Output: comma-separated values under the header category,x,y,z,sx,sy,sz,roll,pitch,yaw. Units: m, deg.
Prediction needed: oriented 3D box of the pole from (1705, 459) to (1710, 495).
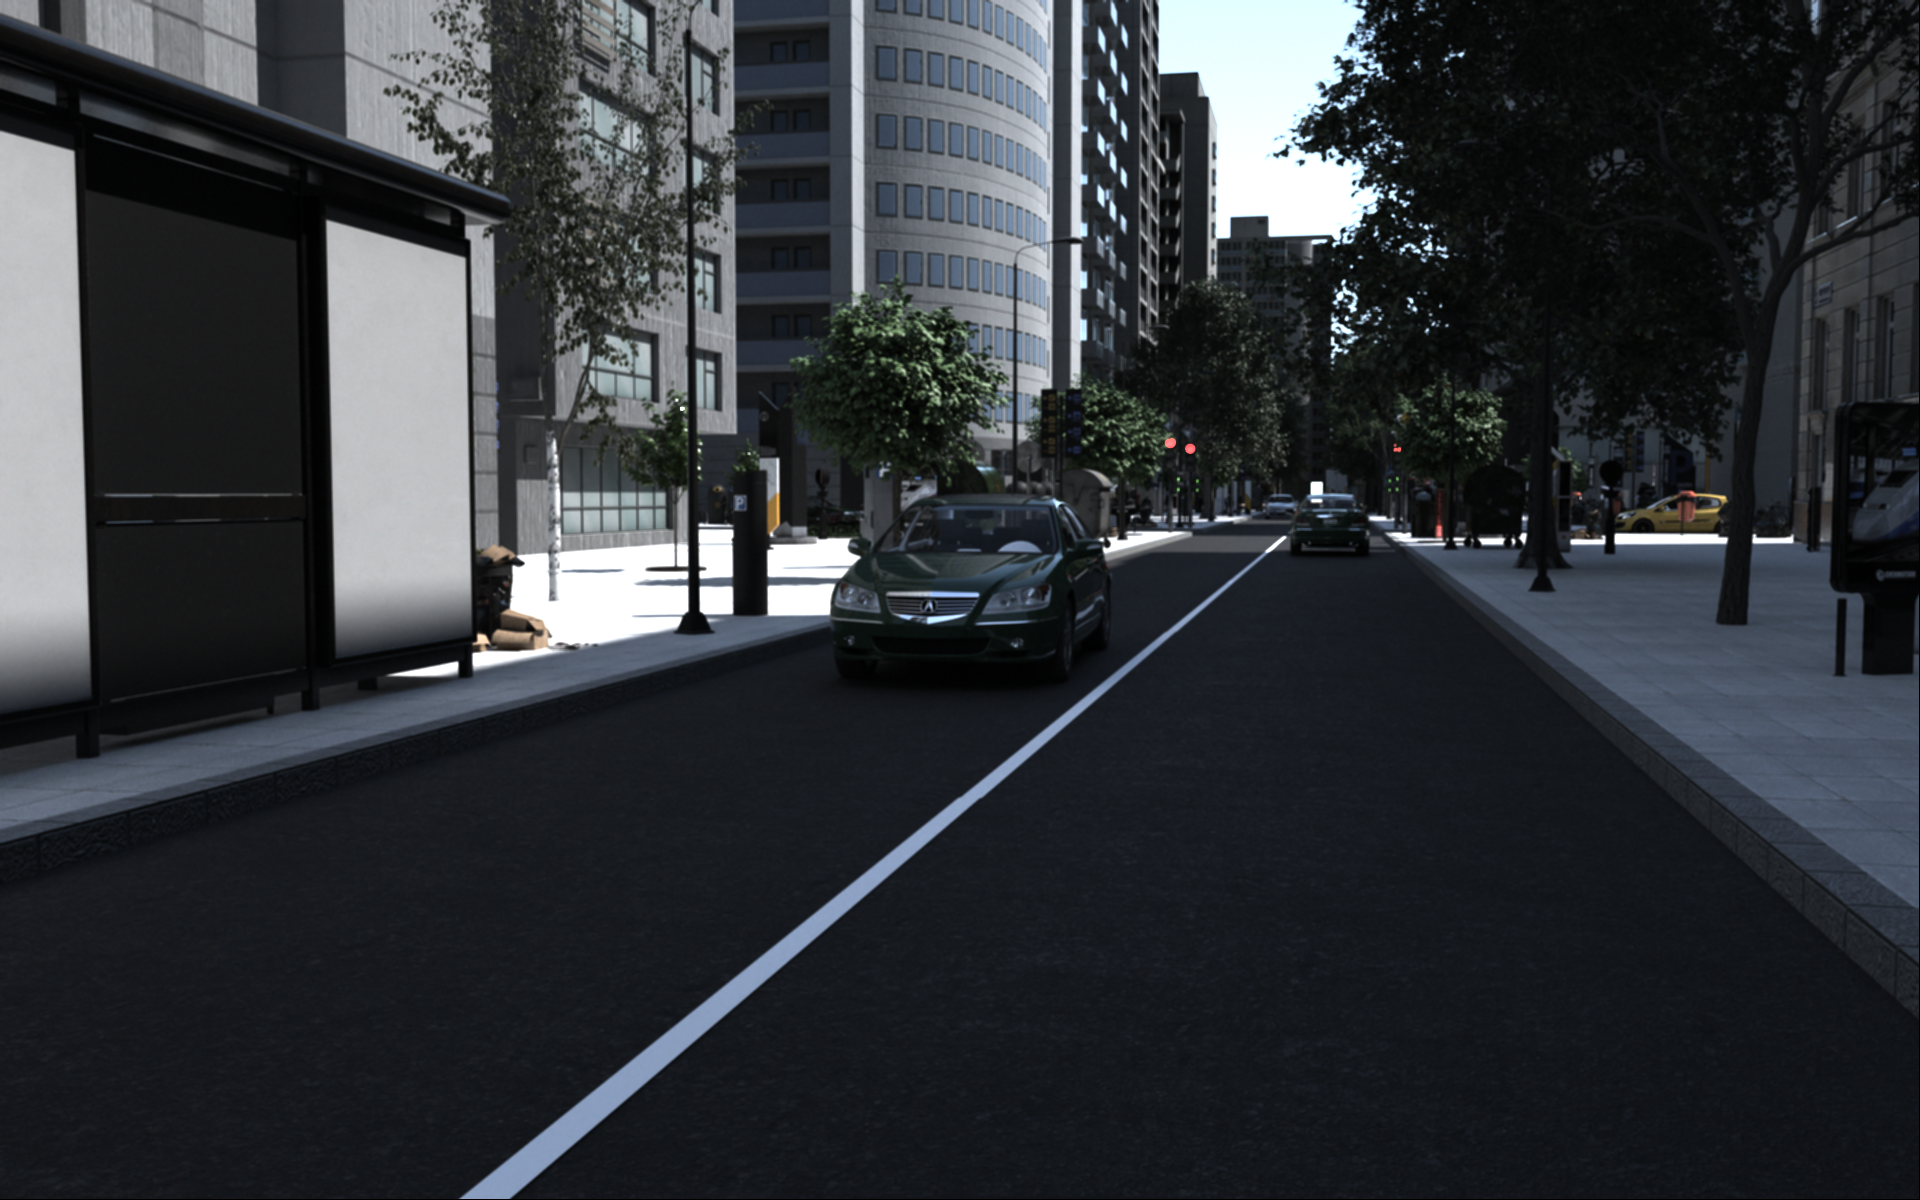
category,x,y,z,sx,sy,sz,roll,pitch,yaw
pole,29.273,-4.526,67.849,0.158,3.312,0.155,0,3,0

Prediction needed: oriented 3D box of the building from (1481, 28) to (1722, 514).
category,x,y,z,sx,sy,sz,roll,pitch,yaw
building,50.883,-32.355,118.241,28.713,52.752,27.495,1,4,12

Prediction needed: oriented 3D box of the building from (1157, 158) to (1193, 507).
category,x,y,z,sx,sy,sz,roll,pitch,yaw
building,7.170,-29.575,175.434,32.217,40.220,23.993,1,4,12

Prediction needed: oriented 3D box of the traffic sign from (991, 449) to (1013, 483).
category,x,y,z,sx,sy,sz,roll,pitch,yaw
traffic sign,0.981,-2.260,39.073,0.606,2.300,0.079,1,4,20

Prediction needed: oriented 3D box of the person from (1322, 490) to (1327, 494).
category,x,y,z,sx,sy,sz,roll,pitch,yaw
person,33.779,-9.277,160.039,0.709,1.838,0.599,3,5,40

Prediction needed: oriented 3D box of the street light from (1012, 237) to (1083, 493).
category,x,y,z,sx,sy,sz,roll,pitch,yaw
street light,1.535,-3.609,31.543,1.470,5.913,1.316,1,4,12

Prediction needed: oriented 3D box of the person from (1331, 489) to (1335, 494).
category,x,y,z,sx,sy,sz,roll,pitch,yaw
person,22.660,-5.866,105.159,0.760,1.731,0.466,-2,4,-28

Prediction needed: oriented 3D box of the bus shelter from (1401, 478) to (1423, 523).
category,x,y,z,sx,sy,sz,roll,pitch,yaw
bus shelter,21.344,-6.263,80.031,2.179,5.291,8.768,1,4,12

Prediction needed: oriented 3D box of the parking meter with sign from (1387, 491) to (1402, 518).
category,x,y,z,sx,sy,sz,roll,pitch,yaw
parking meter with sign,23.733,-5.941,93.397,1.738,3.016,0.543,-3,5,-41

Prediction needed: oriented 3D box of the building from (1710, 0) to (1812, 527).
category,x,y,z,sx,sy,sz,roll,pitch,yaw
building,44.982,-27.570,74.466,21.600,48.544,21.300,1,4,12

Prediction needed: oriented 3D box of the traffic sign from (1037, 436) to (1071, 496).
category,x,y,z,sx,sy,sz,roll,pitch,yaw
traffic sign,2.056,-2.316,37.970,0.768,2.556,0.104,1,4,18

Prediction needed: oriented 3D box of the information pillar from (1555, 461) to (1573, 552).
category,x,y,z,sx,sy,sz,roll,pitch,yaw
information pillar,13.317,-2.062,38.206,0.304,2.012,0.304,1,4,13

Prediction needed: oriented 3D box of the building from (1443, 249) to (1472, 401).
category,x,y,z,sx,sy,sz,roll,pitch,yaw
building,63.081,-34.445,182.784,23.786,49.044,30.456,1,4,12

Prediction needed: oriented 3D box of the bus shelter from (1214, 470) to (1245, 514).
category,x,y,z,sx,sy,sz,roll,pitch,yaw
bus shelter,17.642,-7.338,113.899,2.014,3.302,5.546,1,4,12

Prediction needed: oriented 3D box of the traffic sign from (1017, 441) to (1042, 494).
category,x,y,z,sx,sy,sz,roll,pitch,yaw
traffic sign,1.630,-2.519,41.298,0.768,2.556,0.104,1,4,20

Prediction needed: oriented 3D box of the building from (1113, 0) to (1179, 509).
category,x,y,z,sx,sy,sz,roll,pitch,yaw
building,8.922,-43.613,151.331,20.563,71.187,20.611,1,4,12

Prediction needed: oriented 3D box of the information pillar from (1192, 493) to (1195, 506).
category,x,y,z,sx,sy,sz,roll,pitch,yaw
information pillar,17.284,-8.436,129.290,0.504,3.616,0.183,1,4,14

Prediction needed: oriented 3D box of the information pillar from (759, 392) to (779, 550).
category,x,y,z,sx,sy,sz,roll,pitch,yaw
information pillar,-4.393,-2.961,39.763,0.504,3.616,0.183,2,4,24

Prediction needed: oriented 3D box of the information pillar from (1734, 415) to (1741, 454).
category,x,y,z,sx,sy,sz,roll,pitch,yaw
information pillar,21.130,-3.397,46.901,0.504,3.616,0.183,-2,4,-31

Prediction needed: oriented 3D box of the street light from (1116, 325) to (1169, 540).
category,x,y,z,sx,sy,sz,roll,pitch,yaw
street light,5.058,-4.611,47.924,1.470,5.913,1.316,1,4,12

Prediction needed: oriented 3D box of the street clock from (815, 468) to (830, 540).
category,x,y,z,sx,sy,sz,roll,pitch,yaw
street clock,-3.877,-2.713,48.921,0.358,2.002,0.471,-2,4,-32

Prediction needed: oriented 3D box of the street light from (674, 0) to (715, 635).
category,x,y,z,sx,sy,sz,roll,pitch,yaw
street light,-1.923,-2.638,15.670,1.470,5.913,1.316,1,4,12

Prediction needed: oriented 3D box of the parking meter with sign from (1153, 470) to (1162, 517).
category,x,y,z,sx,sy,sz,roll,pitch,yaw
parking meter with sign,11.356,-6.310,99.423,0.543,3.016,1.738,1,4,10

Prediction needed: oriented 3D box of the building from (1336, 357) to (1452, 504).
category,x,y,z,sx,sy,sz,roll,pitch,yaw
building,66.060,-24.016,237.694,28.899,21.520,27.650,1,4,12

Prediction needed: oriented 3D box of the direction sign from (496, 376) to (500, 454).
category,x,y,z,sx,sy,sz,roll,pitch,yaw
direction sign,-9.068,-2.510,33.034,0.379,3.537,0.876,2,4,26

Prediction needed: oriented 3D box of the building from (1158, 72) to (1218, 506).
category,x,y,z,sx,sy,sz,roll,pitch,yaw
building,18.063,-35.147,198.348,21.600,48.544,21.300,1,4,12

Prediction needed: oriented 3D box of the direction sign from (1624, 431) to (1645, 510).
category,x,y,z,sx,sy,sz,roll,pitch,yaw
direction sign,24.183,-4.293,62.188,0.876,3.537,0.379,-1,4,-21

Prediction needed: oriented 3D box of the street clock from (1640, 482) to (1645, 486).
category,x,y,z,sx,sy,sz,roll,pitch,yaw
street clock,41.763,-6.202,105.978,0.358,2.002,0.471,0,4,7

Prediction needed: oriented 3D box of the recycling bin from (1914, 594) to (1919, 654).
category,x,y,z,sx,sy,sz,roll,pitch,yaw
recycling bin,7.943,-0.095,14.112,0.722,1.027,0.722,-2,4,-29

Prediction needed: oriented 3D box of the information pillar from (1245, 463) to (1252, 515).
category,x,y,z,sx,sy,sz,roll,pitch,yaw
information pillar,17.851,-7.087,107.231,0.504,3.616,0.183,-3,5,-41

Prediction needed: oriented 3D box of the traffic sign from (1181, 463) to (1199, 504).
category,x,y,z,sx,sy,sz,roll,pitch,yaw
traffic sign,9.151,-4.222,69.131,0.768,2.556,0.104,1,4,17

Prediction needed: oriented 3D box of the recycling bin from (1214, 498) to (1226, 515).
category,x,y,z,sx,sy,sz,roll,pitch,yaw
recycling bin,16.422,-5.909,109.164,0.722,1.027,0.722,-2,4,-28

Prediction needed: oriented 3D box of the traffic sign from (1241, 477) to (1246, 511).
category,x,y,z,sx,sy,sz,roll,pitch,yaw
traffic sign,21.055,-7.805,127.713,0.768,2.556,0.104,1,4,19

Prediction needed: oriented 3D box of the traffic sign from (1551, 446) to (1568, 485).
category,x,y,z,sx,sy,sz,roll,pitch,yaw
traffic sign,14.151,-2.463,41.460,0.795,2.450,0.064,1,4,20

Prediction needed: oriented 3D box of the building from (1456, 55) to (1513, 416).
category,x,y,z,sx,sy,sz,roll,pitch,yaw
building,56.234,-30.549,154.102,22.147,44.769,28.867,1,4,12

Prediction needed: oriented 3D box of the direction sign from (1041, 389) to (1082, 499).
category,x,y,z,sx,sy,sz,roll,pitch,yaw
direction sign,2.184,-2.775,37.365,0.876,3.537,0.379,1,4,10

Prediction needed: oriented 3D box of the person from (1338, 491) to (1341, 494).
category,x,y,z,sx,sy,sz,roll,pitch,yaw
person,32.450,-8.473,147.772,1.217,1.736,0.721,-3,5,-44

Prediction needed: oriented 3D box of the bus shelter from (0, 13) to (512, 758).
category,x,y,z,sx,sy,sz,roll,pitch,yaw
bus shelter,-5.088,-1.857,7.989,2.179,5.291,8.768,1,4,12

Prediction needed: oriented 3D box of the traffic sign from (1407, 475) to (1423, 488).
category,x,y,z,sx,sy,sz,roll,pitch,yaw
traffic sign,17.270,-4.008,65.539,0.884,2.594,0.081,1,4,16

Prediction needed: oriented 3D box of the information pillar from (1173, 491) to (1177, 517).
category,x,y,z,sx,sy,sz,roll,pitch,yaw
information pillar,12.157,-5.745,98.416,0.304,2.012,0.304,-1,4,-18

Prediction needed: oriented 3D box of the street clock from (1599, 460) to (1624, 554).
category,x,y,z,sx,sy,sz,roll,pitch,yaw
street clock,13.923,-1.987,37.054,0.471,2.002,0.358,2,4,30

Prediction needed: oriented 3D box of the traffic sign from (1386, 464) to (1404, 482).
category,x,y,z,sx,sy,sz,roll,pitch,yaw
traffic sign,17.703,-4.296,70.353,0.768,2.556,0.104,1,4,15

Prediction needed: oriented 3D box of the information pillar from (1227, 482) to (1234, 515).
category,x,y,z,sx,sy,sz,roll,pitch,yaw
information pillar,16.549,-6.204,105.925,0.304,2.012,0.304,2,4,24

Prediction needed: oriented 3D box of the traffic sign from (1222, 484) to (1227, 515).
category,x,y,z,sx,sy,sz,roll,pitch,yaw
traffic sign,15.794,-6.356,104.033,0.768,2.556,0.104,1,4,22

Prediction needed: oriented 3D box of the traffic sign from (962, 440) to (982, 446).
category,x,y,z,sx,sy,sz,roll,pitch,yaw
traffic sign,0.194,-2.435,39.912,0.768,2.556,0.104,1,4,16

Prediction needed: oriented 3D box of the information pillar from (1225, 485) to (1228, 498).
category,x,y,z,sx,sy,sz,roll,pitch,yaw
information pillar,17.012,-7.253,109.940,0.504,3.616,0.183,3,4,38

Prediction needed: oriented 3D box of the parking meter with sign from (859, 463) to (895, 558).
category,x,y,z,sx,sy,sz,roll,pitch,yaw
parking meter with sign,-1.382,-2.083,30.312,0.543,3.016,1.738,-1,4,-19

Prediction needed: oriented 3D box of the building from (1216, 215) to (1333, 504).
category,x,y,z,sx,sy,sz,roll,pitch,yaw
building,40.661,-33.816,244.767,23.993,40.220,32.217,1,4,12

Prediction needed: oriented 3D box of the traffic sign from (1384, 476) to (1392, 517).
category,x,y,z,sx,sy,sz,roll,pitch,yaw
traffic sign,22.929,-5.622,92.022,0.768,2.556,0.104,1,4,17

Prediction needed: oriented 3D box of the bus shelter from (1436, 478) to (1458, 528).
category,x,y,z,sx,sy,sz,roll,pitch,yaw
bus shelter,18.824,-4.564,65.905,1.731,3.624,6.357,1,4,12

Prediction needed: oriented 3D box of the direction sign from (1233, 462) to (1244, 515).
category,x,y,z,sx,sy,sz,roll,pitch,yaw
direction sign,16.838,-6.891,104.668,0.379,3.537,0.876,-3,4,-37

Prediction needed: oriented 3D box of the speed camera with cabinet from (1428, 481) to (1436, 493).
category,x,y,z,sx,sy,sz,roll,pitch,yaw
speed camera with cabinet,20.296,-4.905,74.526,0.660,3.252,2.038,0,4,5

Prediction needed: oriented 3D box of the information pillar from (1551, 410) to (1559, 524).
category,x,y,z,sx,sy,sz,roll,pitch,yaw
information pillar,14.684,-3.169,43.160,0.504,3.616,0.183,-2,4,-26
